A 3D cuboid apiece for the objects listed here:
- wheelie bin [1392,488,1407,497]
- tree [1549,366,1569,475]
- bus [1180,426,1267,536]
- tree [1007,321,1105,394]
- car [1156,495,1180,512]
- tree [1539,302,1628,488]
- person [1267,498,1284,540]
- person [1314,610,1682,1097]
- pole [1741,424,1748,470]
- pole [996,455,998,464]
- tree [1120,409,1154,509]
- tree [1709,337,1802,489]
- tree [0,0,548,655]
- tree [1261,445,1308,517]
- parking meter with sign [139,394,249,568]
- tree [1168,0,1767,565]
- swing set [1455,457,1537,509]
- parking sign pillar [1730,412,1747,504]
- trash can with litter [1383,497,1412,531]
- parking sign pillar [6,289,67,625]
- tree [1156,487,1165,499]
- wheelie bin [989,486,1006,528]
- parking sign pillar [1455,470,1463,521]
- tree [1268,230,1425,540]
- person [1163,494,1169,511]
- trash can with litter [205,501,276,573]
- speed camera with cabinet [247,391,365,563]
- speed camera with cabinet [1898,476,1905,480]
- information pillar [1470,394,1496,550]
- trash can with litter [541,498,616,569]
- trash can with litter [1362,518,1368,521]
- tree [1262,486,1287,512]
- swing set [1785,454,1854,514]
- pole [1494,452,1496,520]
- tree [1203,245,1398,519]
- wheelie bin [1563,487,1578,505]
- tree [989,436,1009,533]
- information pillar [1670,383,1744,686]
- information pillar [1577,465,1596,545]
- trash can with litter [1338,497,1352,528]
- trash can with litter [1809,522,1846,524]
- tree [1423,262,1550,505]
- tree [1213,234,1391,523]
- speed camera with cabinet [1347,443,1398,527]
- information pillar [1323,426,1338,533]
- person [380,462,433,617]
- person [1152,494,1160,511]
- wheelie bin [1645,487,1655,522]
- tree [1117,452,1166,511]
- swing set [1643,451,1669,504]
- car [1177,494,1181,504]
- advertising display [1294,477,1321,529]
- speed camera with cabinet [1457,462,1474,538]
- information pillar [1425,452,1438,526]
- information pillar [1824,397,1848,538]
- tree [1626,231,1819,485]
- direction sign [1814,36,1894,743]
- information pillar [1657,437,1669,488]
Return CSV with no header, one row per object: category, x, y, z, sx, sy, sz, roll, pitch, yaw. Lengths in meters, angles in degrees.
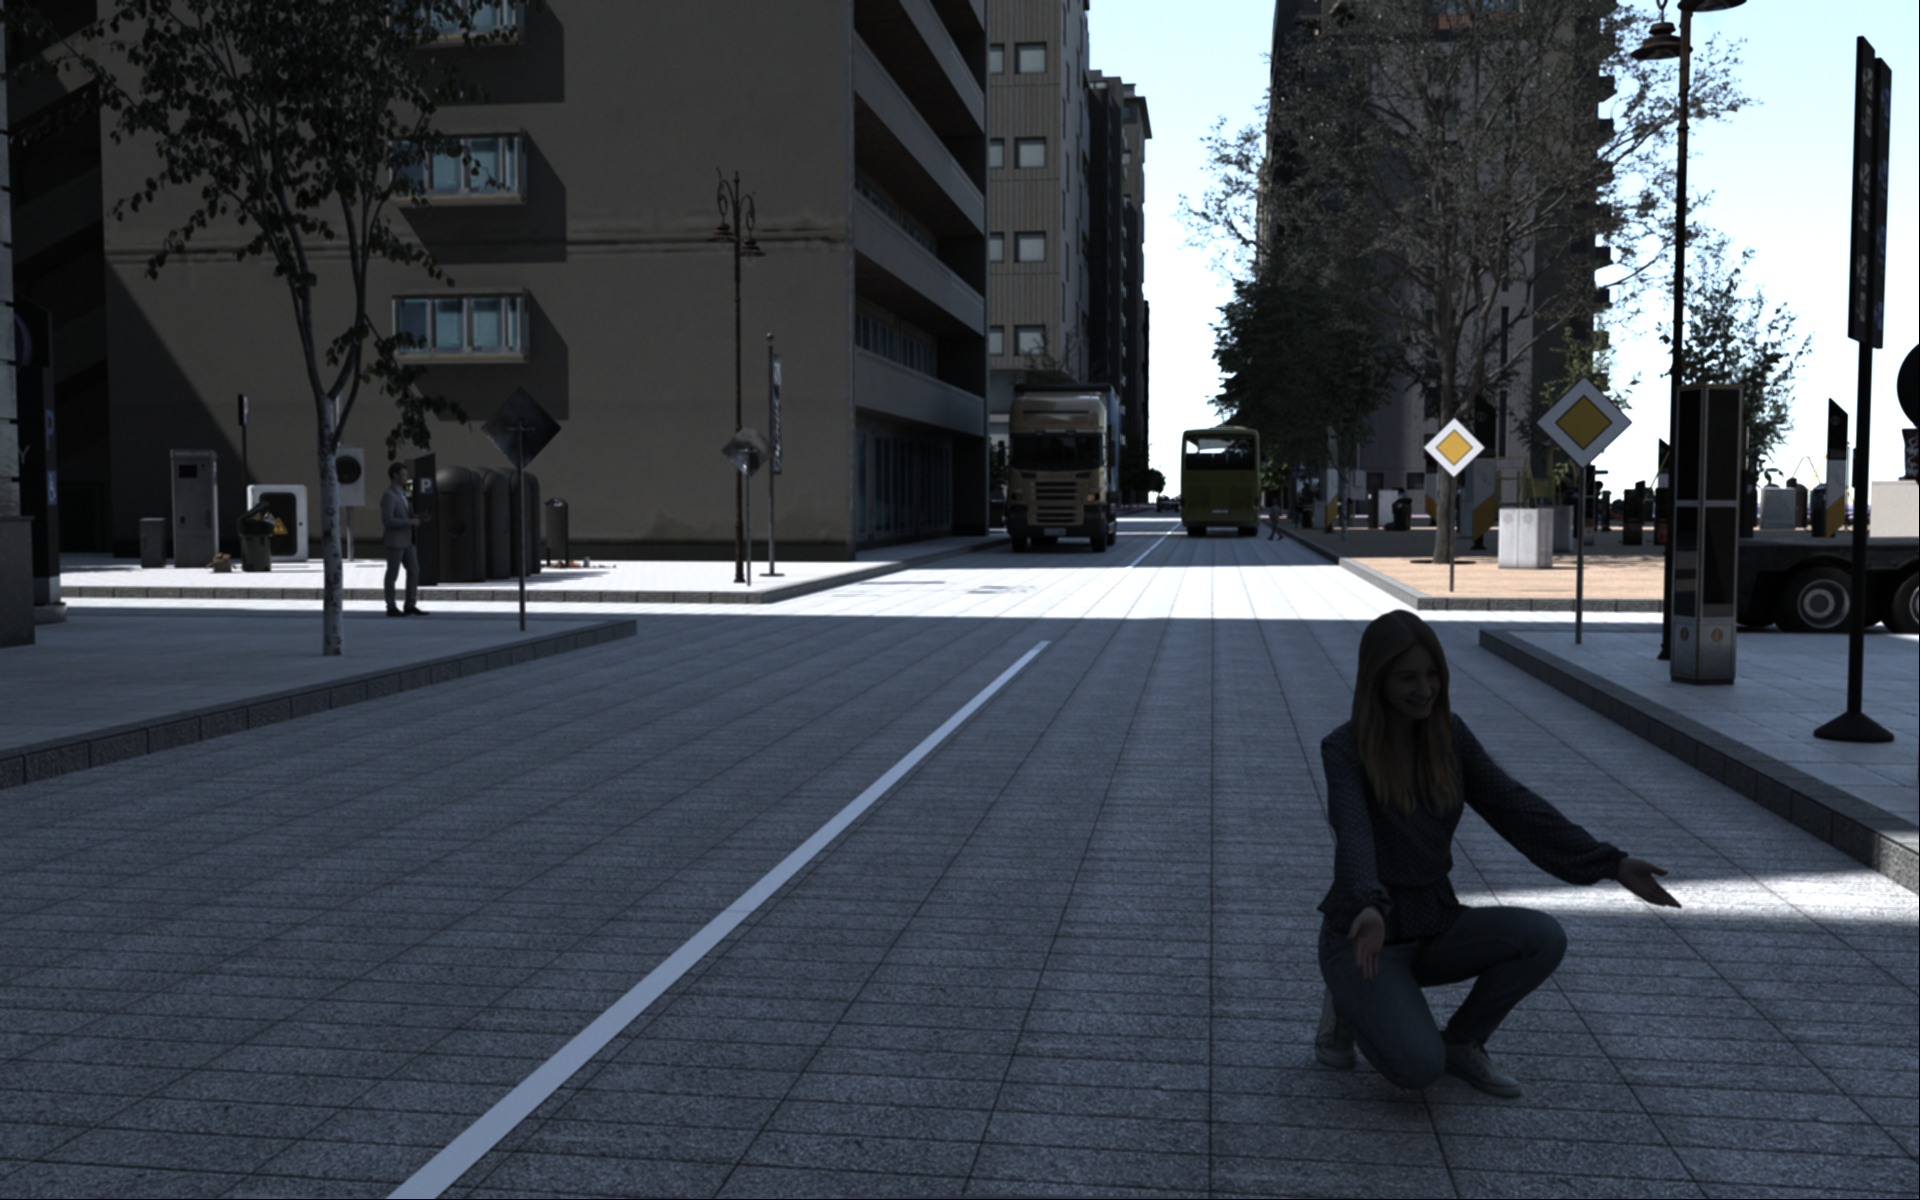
wheelie bin,21.563,-4.730,85.248,0.693,1.594,0.980,-3,5,-45
tree,31.359,-8.729,93.073,4.360,8.622,3.978,0,3,0
bus,9.469,-4.303,61.897,2.896,3.916,12.252,1,4,10
tree,4.235,-7.594,74.519,4.360,8.622,3.978,0,3,0
car,16.693,-7.728,138.935,1.945,1.354,3.894,1,4,9
tree,24.324,-7.155,67.351,4.737,8.622,4.395,0,3,0
person,9.750,-2.500,53.647,0.640,1.303,0.475,3,5,39
person,1.228,0.602,4.163,1.012,1.151,0.738,-1,4,-16
pole,22.930,-3.476,50.671,0.158,3.312,0.155,0,3,0
pole,1.808,-5.469,83.263,0.158,3.312,0.155,0,3,0
tree,14.870,-12.221,150.172,4.360,8.622,3.978,0,3,0
tree,37.378,-8.052,82.017,4.360,8.622,3.978,0,3,0
tree,-5.071,-3.852,13.344,4.360,8.622,3.978,0,3,0
tree,18.136,-6.998,98.129,4.285,4.588,4.351,0,3,0
parking meter with sign,-13.318,-2.071,30.118,1.738,3.016,0.543,-1,4,-14
tree,9.074,-7.413,31.574,12.009,13.543,11.850,0,3,0
swing set,22.617,-4.608,72.957,3.119,2.851,2.862,0,4,-4
parking sign pillar,23.513,-3.976,53.473,1.447,3.967,1.447,1,4,11
trash can with litter,15.169,-2.997,60.383,0.624,1.170,1.055,-2,4,-26
parking sign pillar,-9.692,-1.751,17.097,1.447,3.967,1.447,-1,4,-14
tree,28.477,-15.514,248.261,1.663,3.219,1.824,0,3,0
wheelie bin,1.262,-3.562,66.143,0.980,1.594,0.693,-1,4,-21
parking sign pillar,24.308,-5.875,84.531,1.447,3.967,1.447,0,4,-4
tree,10.751,-5.988,48.265,4.360,8.622,3.978,0,3,0
person,17.838,-8.429,149.551,0.697,1.427,0.421,0,4,4
trash can with litter,-11.796,-1.040,28.394,1.055,1.170,0.624,-2,4,-29
speed camera with cabinet,-12.361,-2.348,32.727,2.038,3.252,0.660,-2,4,-32
speed camera with cabinet,47.745,-5.666,86.973,2.038,3.252,0.660,-3,5,-43
information pillar,12.052,-2.967,39.863,0.504,3.616,0.183,0,4,7
trash can with litter,-7.251,-1.187,30.464,2.233,1.210,1.678,3,4,38
trash can with litter,20.082,-4.405,83.072,2.233,1.210,1.678,-2,4,-25
tree,22.747,-7.940,124.413,1.663,3.219,1.824,0,3,0
swing set,34.288,-4.384,69.298,2.862,2.851,3.119,1,4,9
pole,26.169,-5.571,84.931,0.158,3.312,0.155,0,3,0
tree,17.405,-11.179,89.435,9.857,13.997,8.962,0,3,0
wheelie bin,27.231,-4.225,76.981,0.693,1.594,0.980,-3,4,-38
tree,1.047,-3.864,57.781,1.663,3.219,1.824,0,3,0
information pillar,5.043,-0.441,11.709,0.304,2.012,0.304,-1,4,-13
information pillar,15.698,-2.380,43.398,0.304,2.012,0.304,-1,4,-9
trash can with litter,14.643,-3.347,66.105,0.624,1.170,1.055,1,4,13
trash can with litter,36.700,-3.783,72.910,2.233,1.210,1.678,-1,4,-11
tree,15.466,-6.368,54.472,4.360,8.622,3.978,0,3,0
tree,14.961,-9.676,76.335,7.486,12.596,7.792,0,3,0
speed camera with cabinet,16.063,-4.483,67.635,2.038,3.252,0.660,-1,4,-14
information pillar,12.225,-4.014,56.980,0.504,3.616,0.183,-2,4,-33
person,-6.489,-0.709,20.292,0.583,1.804,0.606,0,4,-2
person,16.703,-8.229,146.265,0.991,1.433,0.599,-1,4,-15
wheelie bin,31.701,-4.422,80.206,0.980,1.594,0.693,0,4,-1
tree,12.674,-9.188,133.936,4.285,4.588,4.351,0,3,0
swing set,24.345,-3.706,58.219,2.862,2.851,3.119,0,4,5
car,27.681,-12.553,215.469,2.015,1.641,3.980,0,4,8
advertising display,12.940,-3.627,64.513,0.974,1.923,0.123,-1,4,-10
speed camera with cabinet,14.772,-3.409,50.077,0.660,3.252,2.038,1,4,11
information pillar,18.895,-4.768,69.307,0.504,3.616,0.183,3,4,38
information pillar,21.262,-3.100,42.044,0.504,3.616,0.183,0,4,-4
tree,21.338,-5.992,48.329,4.737,8.622,4.395,0,3,0
direction sign,4.701,-1.040,9.006,0.379,3.537,0.876,3,4,36
information pillar,28.731,-4.855,70.740,0.504,3.616,0.183,2,4,26
